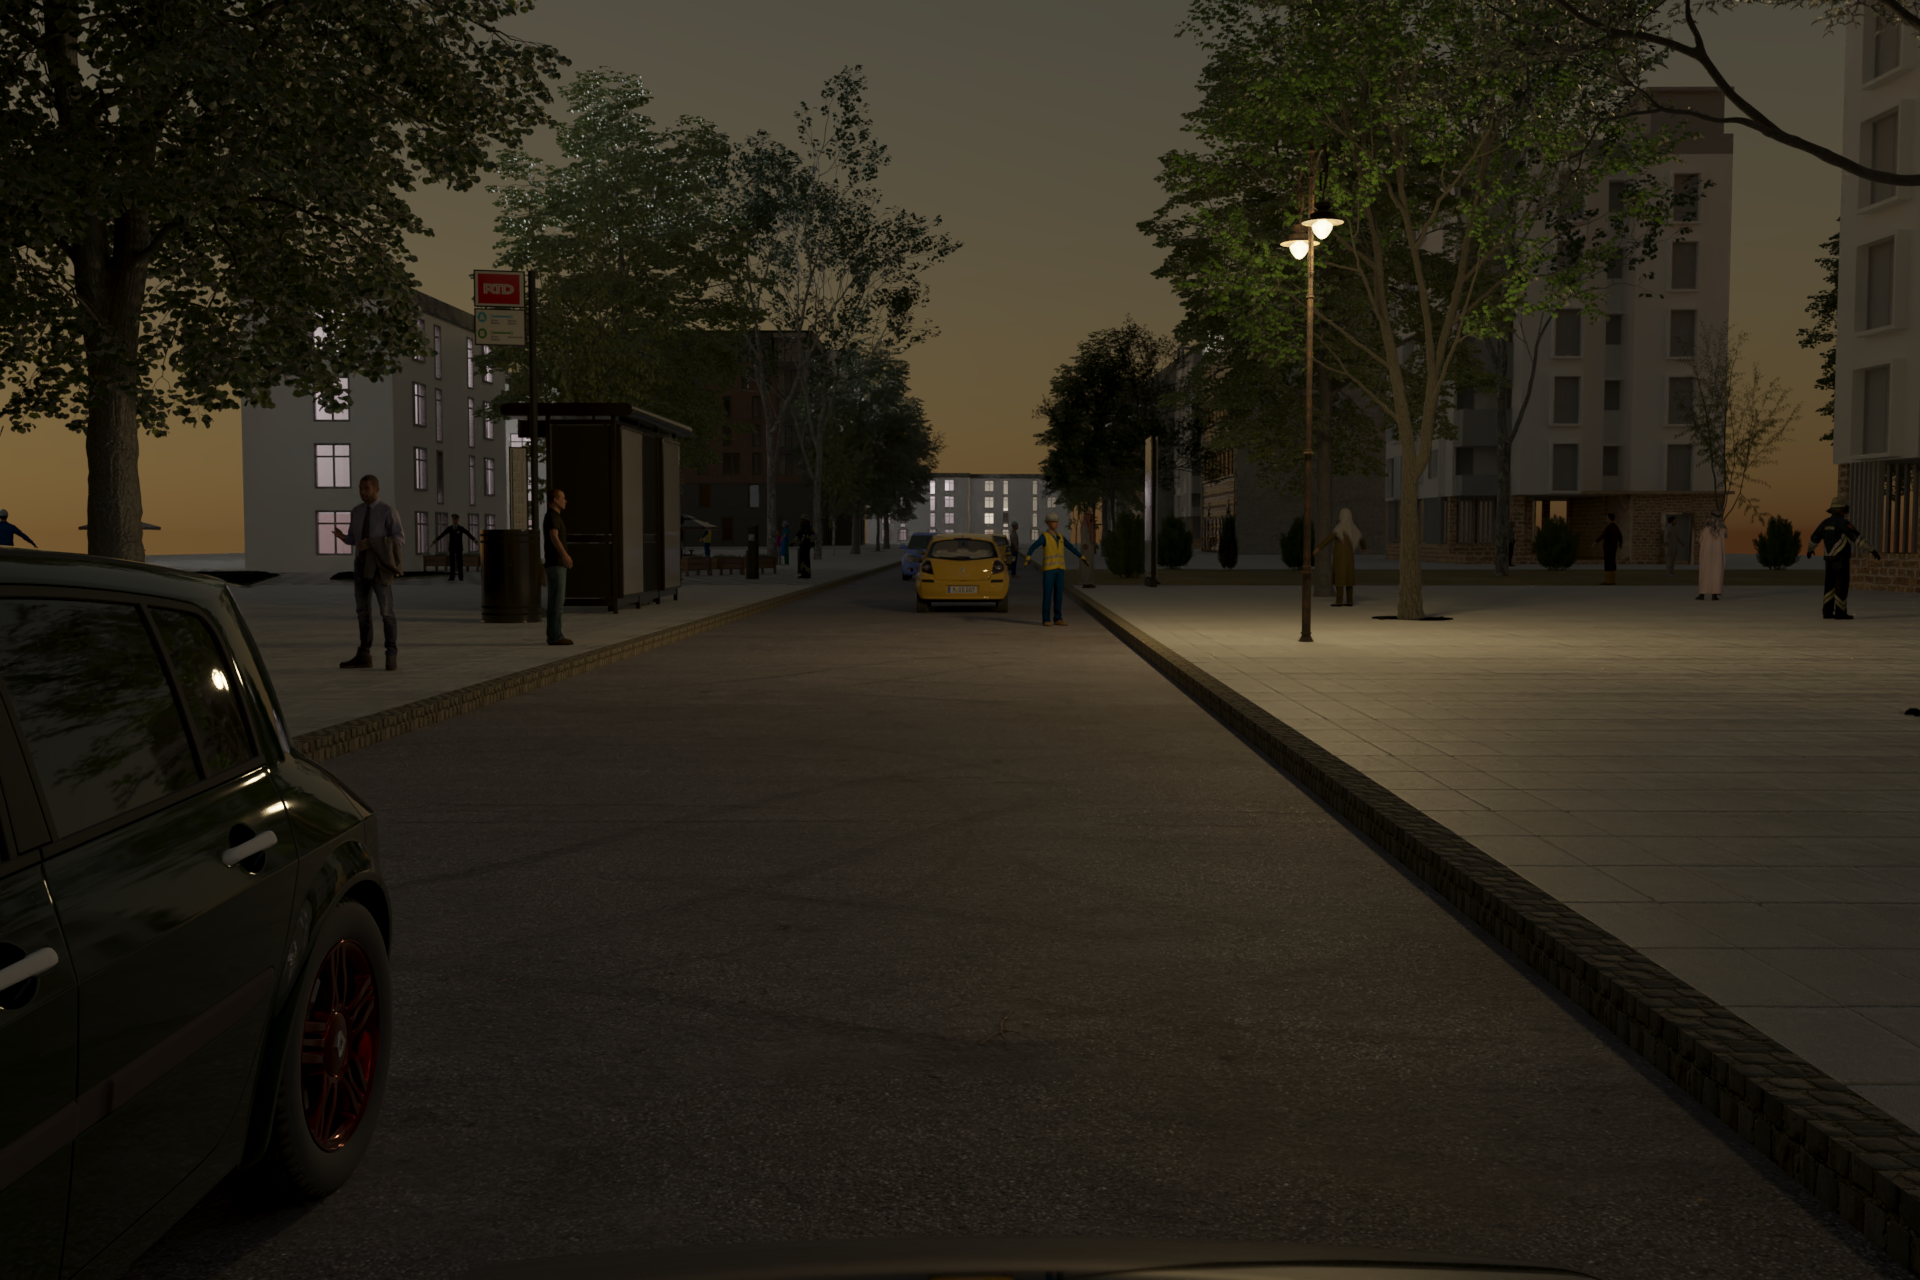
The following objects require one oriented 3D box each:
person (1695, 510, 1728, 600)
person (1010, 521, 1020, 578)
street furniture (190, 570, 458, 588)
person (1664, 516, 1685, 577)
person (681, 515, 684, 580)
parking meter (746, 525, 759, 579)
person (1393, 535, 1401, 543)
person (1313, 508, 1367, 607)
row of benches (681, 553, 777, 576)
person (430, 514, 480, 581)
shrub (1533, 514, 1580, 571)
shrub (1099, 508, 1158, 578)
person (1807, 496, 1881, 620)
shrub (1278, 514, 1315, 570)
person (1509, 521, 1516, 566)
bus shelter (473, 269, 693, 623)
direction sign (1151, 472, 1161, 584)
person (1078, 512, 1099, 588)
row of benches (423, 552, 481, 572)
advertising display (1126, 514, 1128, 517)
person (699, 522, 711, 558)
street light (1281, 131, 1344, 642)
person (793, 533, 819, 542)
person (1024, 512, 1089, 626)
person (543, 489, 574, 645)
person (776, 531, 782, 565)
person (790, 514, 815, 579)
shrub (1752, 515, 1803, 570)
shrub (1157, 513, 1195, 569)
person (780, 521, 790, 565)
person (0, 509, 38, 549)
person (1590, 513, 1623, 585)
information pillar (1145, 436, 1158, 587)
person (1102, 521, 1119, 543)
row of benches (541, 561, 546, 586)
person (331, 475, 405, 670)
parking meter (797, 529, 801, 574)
[{"bbox_3d":[14.609,-1.645,33.606,0.551,1.740,0.621,0,4,-1],"label":"person"},{"bbox_3d":[1.818,-2.963,56.762,0.705,1.847,1.347,0,4,1],"label":"person"},{"bbox_3d":[-29.362,-2.666,48.612,27.439,1.986,14.083,0,4,7],"label":"street furniture"},{"bbox_3d":[21.249,-2.781,51.653,0.705,1.806,1.347,3,5,43],"label":"person"},{"bbox_3d":[-7.818,-2.554,47.908,0.704,1.843,1.345,0,4,-6],"label":"person"},{"bbox_3d":[-5.913,-2.503,49.330,0.372,1.533,0.369,0,3,0],"label":"parking meter"},{"bbox_3d":[17.331,-3.708,67.421,1.217,1.733,0.721,-2,4,-30],"label":"person"},{"bbox_3d":[6.748,-1.462,30.679,1.217,1.736,0.721,-2,4,-30],"label":"person"},{"bbox_3d":[-7.297,-2.386,54.480,1.422,0.672,4.104,3,4,38],"label":"row of benches"},{"bbox_3d":[-13.826,-2.541,47.473,1.347,1.837,0.705,0,4,-4],"label":"person"},{"bbox_3d":[21.014,-3.462,61.019,1.690,2.028,1.600,0,3,0],"label":"shrub"},{"bbox_3d":[4.932,-2.846,50.569,1.661,2.075,1.752,0,3,0],"label":"shrub"},{"bbox_3d":[13.221,-1.235,26.054,0.704,1.845,1.351,-1,4,-18],"label":"person"},{"bbox_3d":[12.111,-3.486,61.411,1.690,2.028,1.600,0,3,0],"label":"shrub"},{"bbox_3d":[21.939,-3.836,68.848,0.705,1.813,1.348,1,4,15],"label":"person"},{"bbox_3d":[-6.272,-3.146,29.065,2.179,5.291,8.768,0,4,0],"label":"bus shelter"},{"bbox_3d":[4.953,-3.194,44.222,0.379,3.537,0.876,0,4,-1],"label":"direction sign"},{"bbox_3d":[3.065,-2.145,41.223,0.704,1.811,1.347,1,4,17],"label":"person"},{"bbox_3d":[-16.514,-2.656,58.892,4.104,0.672,1.422,2,4,28],"label":"row of benches"},{"bbox_3d":[5.305,-3.056,55.187,0.123,1.923,0.974,0,4,1],"label":"advertising display"},{"bbox_3d":[-11.539,-4.453,78.778,0.705,1.833,1.349,1,4,10],"label":"person"},{"bbox_3d":[4.125,-2.916,20.467,0.468,5.910,1.993,0,4,1],"label":"street light"},{"bbox_3d":[-7.094,-4.473,79.316,1.347,1.806,0.705,-2,4,-35],"label":"person"},{"bbox_3d":[1.492,-1.105,26.983,1.216,1.772,0.721,-2,4,-32],"label":"person"},{"bbox_3d":[-4.653,-0.847,20.073,0.705,1.803,1.348,-1,4,-16],"label":"person"},{"bbox_3d":[-7.654,-3.864,72.446,0.991,1.433,0.599,3,5,43],"label":"person"},{"bbox_3d":[-4.479,-2.695,49.837,0.705,1.856,1.354,-2,4,-34],"label":"person"},{"bbox_3d":[29.413,-3.541,62.314,1.690,2.028,1.600,0,3,0],"label":"shrub"},{"bbox_3d":[7.723,-3.605,62.979,1.661,2.075,1.752,0,3,0],"label":"shrub"},{"bbox_3d":[-7.186,-3.979,71.186,0.704,1.817,1.347,0,4,4],"label":"person"},{"bbox_3d":[-21.449,-2.019,38.886,1.347,1.842,0.705,-2,4,-25],"label":"person"},{"bbox_3d":[16.368,-2.296,43.682,1.346,1.812,0.704,-3,4,-38],"label":"person"},{"bbox_3d":[4.686,-3.128,42.456,0.184,3.620,1.656,0,4,2],"label":"information pillar"},{"bbox_3d":[5.696,-3.440,62.516,1.348,1.796,0.705,3,5,44],"label":"person"},{"bbox_3d":[-10.928,-1.752,44.109,1.422,0.672,4.104,-1,4,-15],"label":"row of benches"},{"bbox_3d":[-5.605,-0.636,16.304,0.709,1.838,0.599,1,4,17],"label":"person"},{"bbox_3d":[-5.085,-2.919,56.140,0.372,1.533,0.369,0,3,0],"label":"parking meter"}]
